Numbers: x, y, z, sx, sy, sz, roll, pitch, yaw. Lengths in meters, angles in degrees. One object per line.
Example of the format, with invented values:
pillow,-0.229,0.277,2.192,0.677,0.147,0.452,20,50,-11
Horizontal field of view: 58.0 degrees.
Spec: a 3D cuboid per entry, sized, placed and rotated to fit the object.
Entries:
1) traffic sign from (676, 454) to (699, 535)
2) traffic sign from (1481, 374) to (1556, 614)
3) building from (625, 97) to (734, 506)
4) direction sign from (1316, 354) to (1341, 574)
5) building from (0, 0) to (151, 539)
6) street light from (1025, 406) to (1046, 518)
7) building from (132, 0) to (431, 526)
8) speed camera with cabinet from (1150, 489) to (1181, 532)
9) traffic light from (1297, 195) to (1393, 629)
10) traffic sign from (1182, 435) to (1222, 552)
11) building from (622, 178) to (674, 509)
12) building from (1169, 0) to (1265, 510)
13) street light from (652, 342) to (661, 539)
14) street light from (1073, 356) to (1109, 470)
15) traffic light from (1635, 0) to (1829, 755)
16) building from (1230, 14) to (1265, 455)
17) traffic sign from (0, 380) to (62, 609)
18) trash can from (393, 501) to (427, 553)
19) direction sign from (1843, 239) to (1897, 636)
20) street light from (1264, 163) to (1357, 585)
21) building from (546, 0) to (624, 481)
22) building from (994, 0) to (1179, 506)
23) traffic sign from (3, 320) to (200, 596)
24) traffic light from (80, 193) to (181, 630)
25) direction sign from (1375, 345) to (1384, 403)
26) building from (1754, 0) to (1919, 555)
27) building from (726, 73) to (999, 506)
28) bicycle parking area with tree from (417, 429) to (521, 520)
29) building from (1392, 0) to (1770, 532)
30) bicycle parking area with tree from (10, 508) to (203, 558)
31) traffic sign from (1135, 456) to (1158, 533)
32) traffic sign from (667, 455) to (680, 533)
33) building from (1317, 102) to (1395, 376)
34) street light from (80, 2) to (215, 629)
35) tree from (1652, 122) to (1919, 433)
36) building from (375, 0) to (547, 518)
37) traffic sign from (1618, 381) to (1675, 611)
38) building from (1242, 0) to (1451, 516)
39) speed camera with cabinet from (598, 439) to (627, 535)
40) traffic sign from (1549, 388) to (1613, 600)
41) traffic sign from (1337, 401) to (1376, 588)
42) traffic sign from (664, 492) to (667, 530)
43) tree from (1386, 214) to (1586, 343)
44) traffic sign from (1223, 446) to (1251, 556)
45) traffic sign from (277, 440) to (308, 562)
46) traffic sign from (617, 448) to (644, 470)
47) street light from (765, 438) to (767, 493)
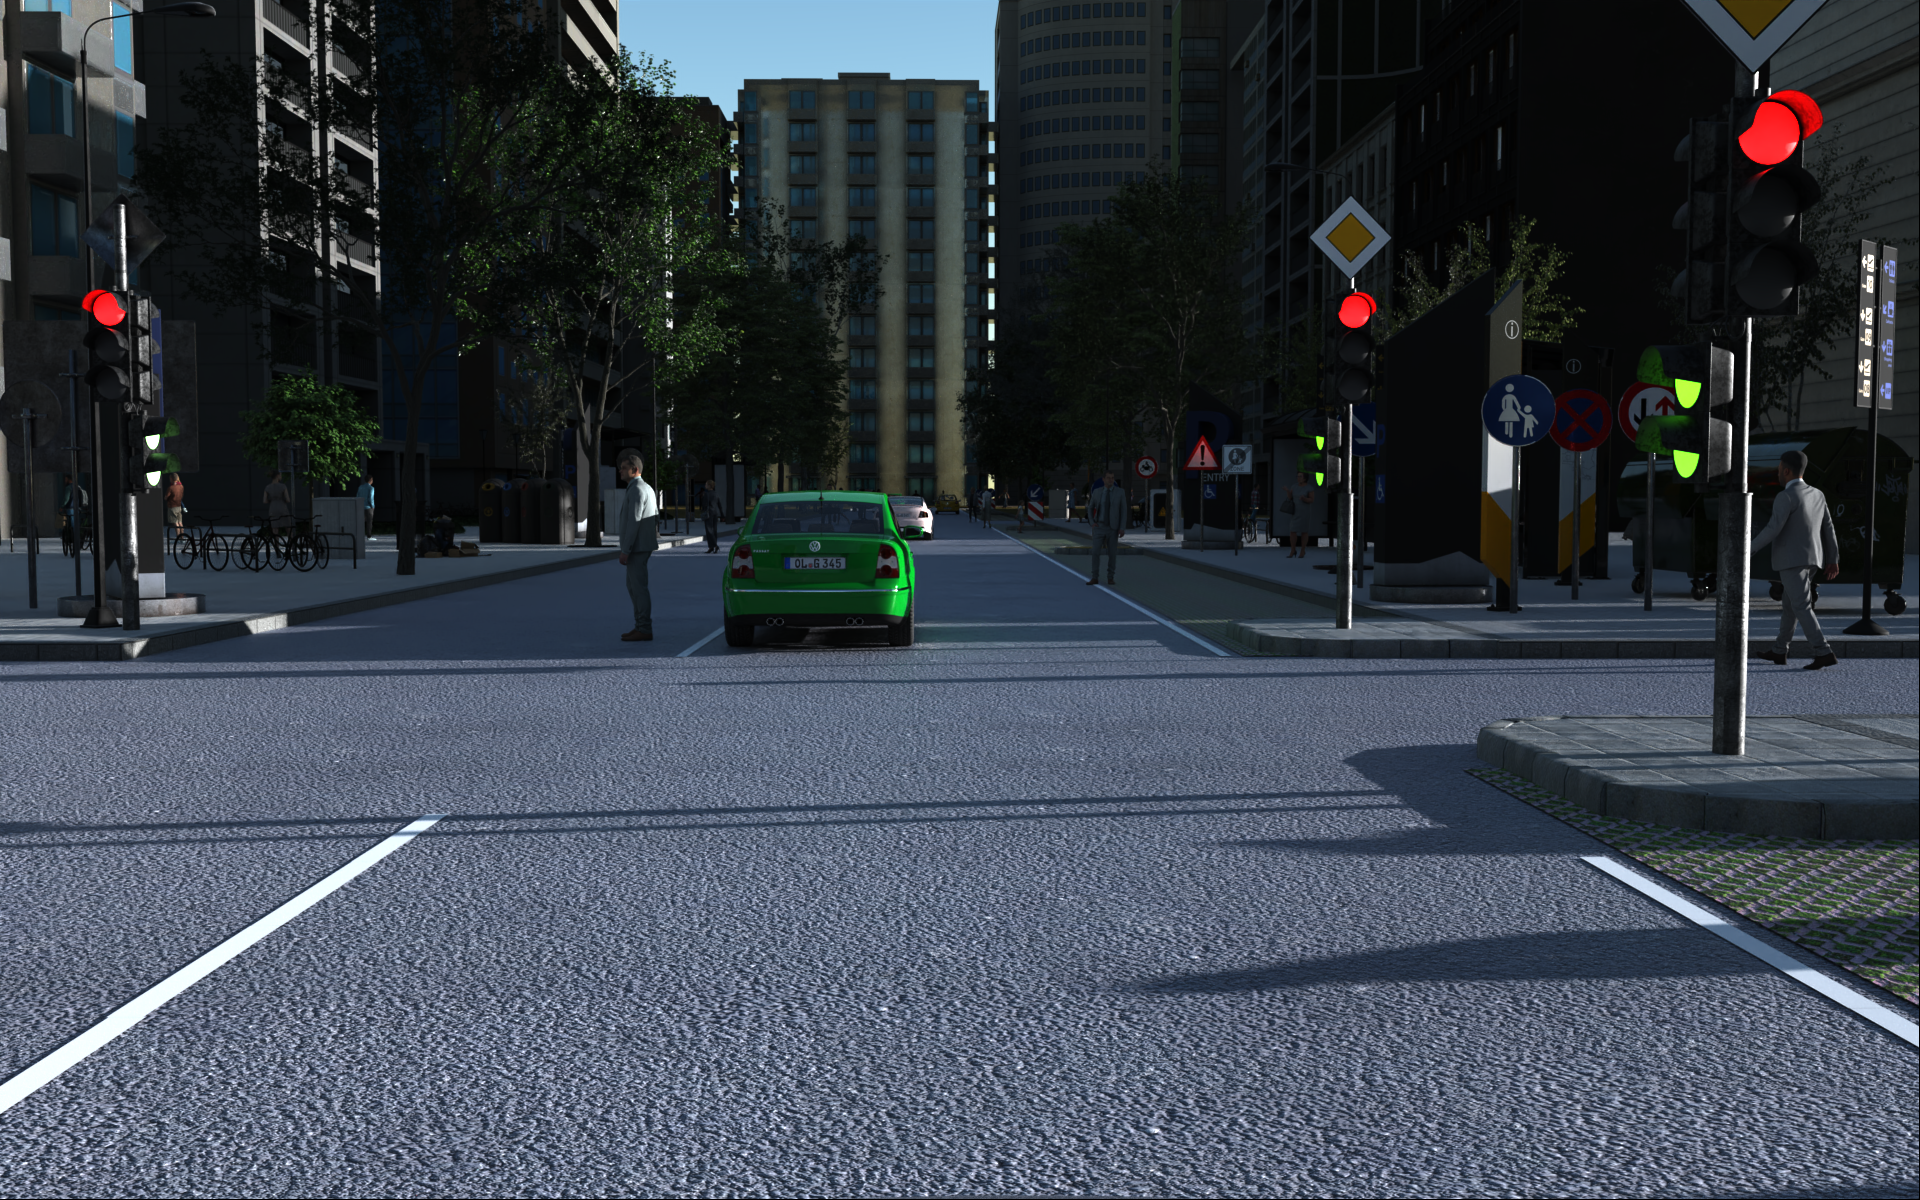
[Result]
traffic sign,-8.643,-3.351,54.898,0.768,2.556,0.104,1,4,9
traffic sign,5.954,-1.128,18.552,0.768,2.556,0.104,0,4,7
building,-33.339,-33.350,195.391,14.200,45.320,14.600,0,4,-1
direction sign,6.120,-2.191,27.814,0.876,3.537,0.379,3,4,38
building,-36.866,-25.965,44.144,23.786,49.044,30.456,0,4,-1
street light,3.849,-7.261,91.265,1.470,5.913,1.316,0,4,-1
building,-35.743,-39.065,76.963,20.563,71.187,20.611,0,4,-1
speed camera with cabinet,7.507,-3.943,58.797,2.038,3.252,0.660,1,4,18
traffic light,3.651,-1.684,16.447,0.839,4.253,0.868,0,4,-1
traffic sign,5.357,-2.343,38.306,0.884,2.594,0.081,0,4,6
building,-31.704,-22.889,145.935,14.107,30.474,14.160,0,4,-1
building,24.584,-28.315,146.547,14.154,41.232,14.086,0,4,-1
street light,-8.270,-4.733,49.922,1.470,5.913,1.316,0,4,-1
street light,4.384,-5.218,57.861,1.470,5.913,1.316,0,4,-1
traffic light,3.787,-1.195,8.463,0.839,4.253,0.868,0,4,-1
building,34.099,-26.658,127.732,32.217,40.220,23.993,0,4,-1
traffic sign,-10.401,-1.178,19.365,0.768,2.556,0.104,0,4,7
trash can,-12.062,-1.613,38.021,0.748,1.137,0.748,0,3,0
direction sign,8.308,-1.454,15.778,0.876,3.537,0.379,-3,5,-43
street light,4.960,-3.175,24.457,1.470,5.913,1.316,0,4,-1
building,-35.237,-30.100,115.836,21.300,48.544,21.600,0,4,-1
building,18.374,-40.180,198.945,28.212,58.520,21.231,0,4,-1
traffic sign,-10.068,-1.618,20.322,2.265,3.308,0.079,0,4,1
traffic light,-7.808,-1.671,16.237,0.839,4.253,0.868,0,4,-1
direction sign,6.754,-2.107,26.451,0.876,3.537,0.379,0,4,-4
building,31.294,-15.250,36.732,23.554,28.519,14.401,0,4,-1
building,-10.973,-35.482,199.741,30.456,49.044,23.786,0,4,-1
bicycle parking area with tree,-20.856,-5.642,79.245,9.016,4.147,8.231,1,4,15
building,24.719,-14.450,65.933,12.332,23.373,15.834,0,4,-1
bicycle parking area with tree,-20.057,-2.924,34.812,8.231,4.147,9.016,-2,4,-31
traffic sign,6.211,-3.523,57.711,0.768,2.556,0.104,0,4,6
traffic sign,-9.225,-3.437,56.295,0.768,2.556,0.104,0,4,0
building,23.889,-14.303,83.012,9.793,20.994,18.267,0,4,-1
street light,-7.739,-2.690,16.518,1.470,5.913,1.316,0,4,-1
tree,16.448,-5.159,34.710,4.360,8.622,3.978,0,3,0
building,-31.788,-27.397,98.054,14.600,45.320,14.200,0,4,-1
traffic sign,7.565,-1.154,18.968,0.768,2.556,0.104,0,4,5
building,28.371,-40.745,104.427,20.563,71.187,20.611,0,4,-1
speed camera with cabinet,-11.175,-3.748,55.620,0.660,3.252,2.038,-2,4,-30
traffic sign,7.480,-1.277,20.991,0.768,2.556,0.104,0,4,7
traffic sign,5.464,-1.435,23.571,0.768,2.556,0.104,0,4,2
traffic sign,-10.624,-3.811,62.424,0.768,2.556,0.104,0,4,1
tree,13.961,-5.796,45.129,4.737,8.622,4.395,0,3,0
traffic sign,5.759,-2.074,36.039,0.606,2.300,0.079,1,4,8
traffic sign,-12.622,-1.876,32.795,0.606,2.300,0.079,0,4,7
traffic sign,-9.099,-2.916,47.782,0.768,2.556,0.104,0,4,5
street light,-8.821,-6.776,83.326,1.470,5.913,1.316,0,4,-1
